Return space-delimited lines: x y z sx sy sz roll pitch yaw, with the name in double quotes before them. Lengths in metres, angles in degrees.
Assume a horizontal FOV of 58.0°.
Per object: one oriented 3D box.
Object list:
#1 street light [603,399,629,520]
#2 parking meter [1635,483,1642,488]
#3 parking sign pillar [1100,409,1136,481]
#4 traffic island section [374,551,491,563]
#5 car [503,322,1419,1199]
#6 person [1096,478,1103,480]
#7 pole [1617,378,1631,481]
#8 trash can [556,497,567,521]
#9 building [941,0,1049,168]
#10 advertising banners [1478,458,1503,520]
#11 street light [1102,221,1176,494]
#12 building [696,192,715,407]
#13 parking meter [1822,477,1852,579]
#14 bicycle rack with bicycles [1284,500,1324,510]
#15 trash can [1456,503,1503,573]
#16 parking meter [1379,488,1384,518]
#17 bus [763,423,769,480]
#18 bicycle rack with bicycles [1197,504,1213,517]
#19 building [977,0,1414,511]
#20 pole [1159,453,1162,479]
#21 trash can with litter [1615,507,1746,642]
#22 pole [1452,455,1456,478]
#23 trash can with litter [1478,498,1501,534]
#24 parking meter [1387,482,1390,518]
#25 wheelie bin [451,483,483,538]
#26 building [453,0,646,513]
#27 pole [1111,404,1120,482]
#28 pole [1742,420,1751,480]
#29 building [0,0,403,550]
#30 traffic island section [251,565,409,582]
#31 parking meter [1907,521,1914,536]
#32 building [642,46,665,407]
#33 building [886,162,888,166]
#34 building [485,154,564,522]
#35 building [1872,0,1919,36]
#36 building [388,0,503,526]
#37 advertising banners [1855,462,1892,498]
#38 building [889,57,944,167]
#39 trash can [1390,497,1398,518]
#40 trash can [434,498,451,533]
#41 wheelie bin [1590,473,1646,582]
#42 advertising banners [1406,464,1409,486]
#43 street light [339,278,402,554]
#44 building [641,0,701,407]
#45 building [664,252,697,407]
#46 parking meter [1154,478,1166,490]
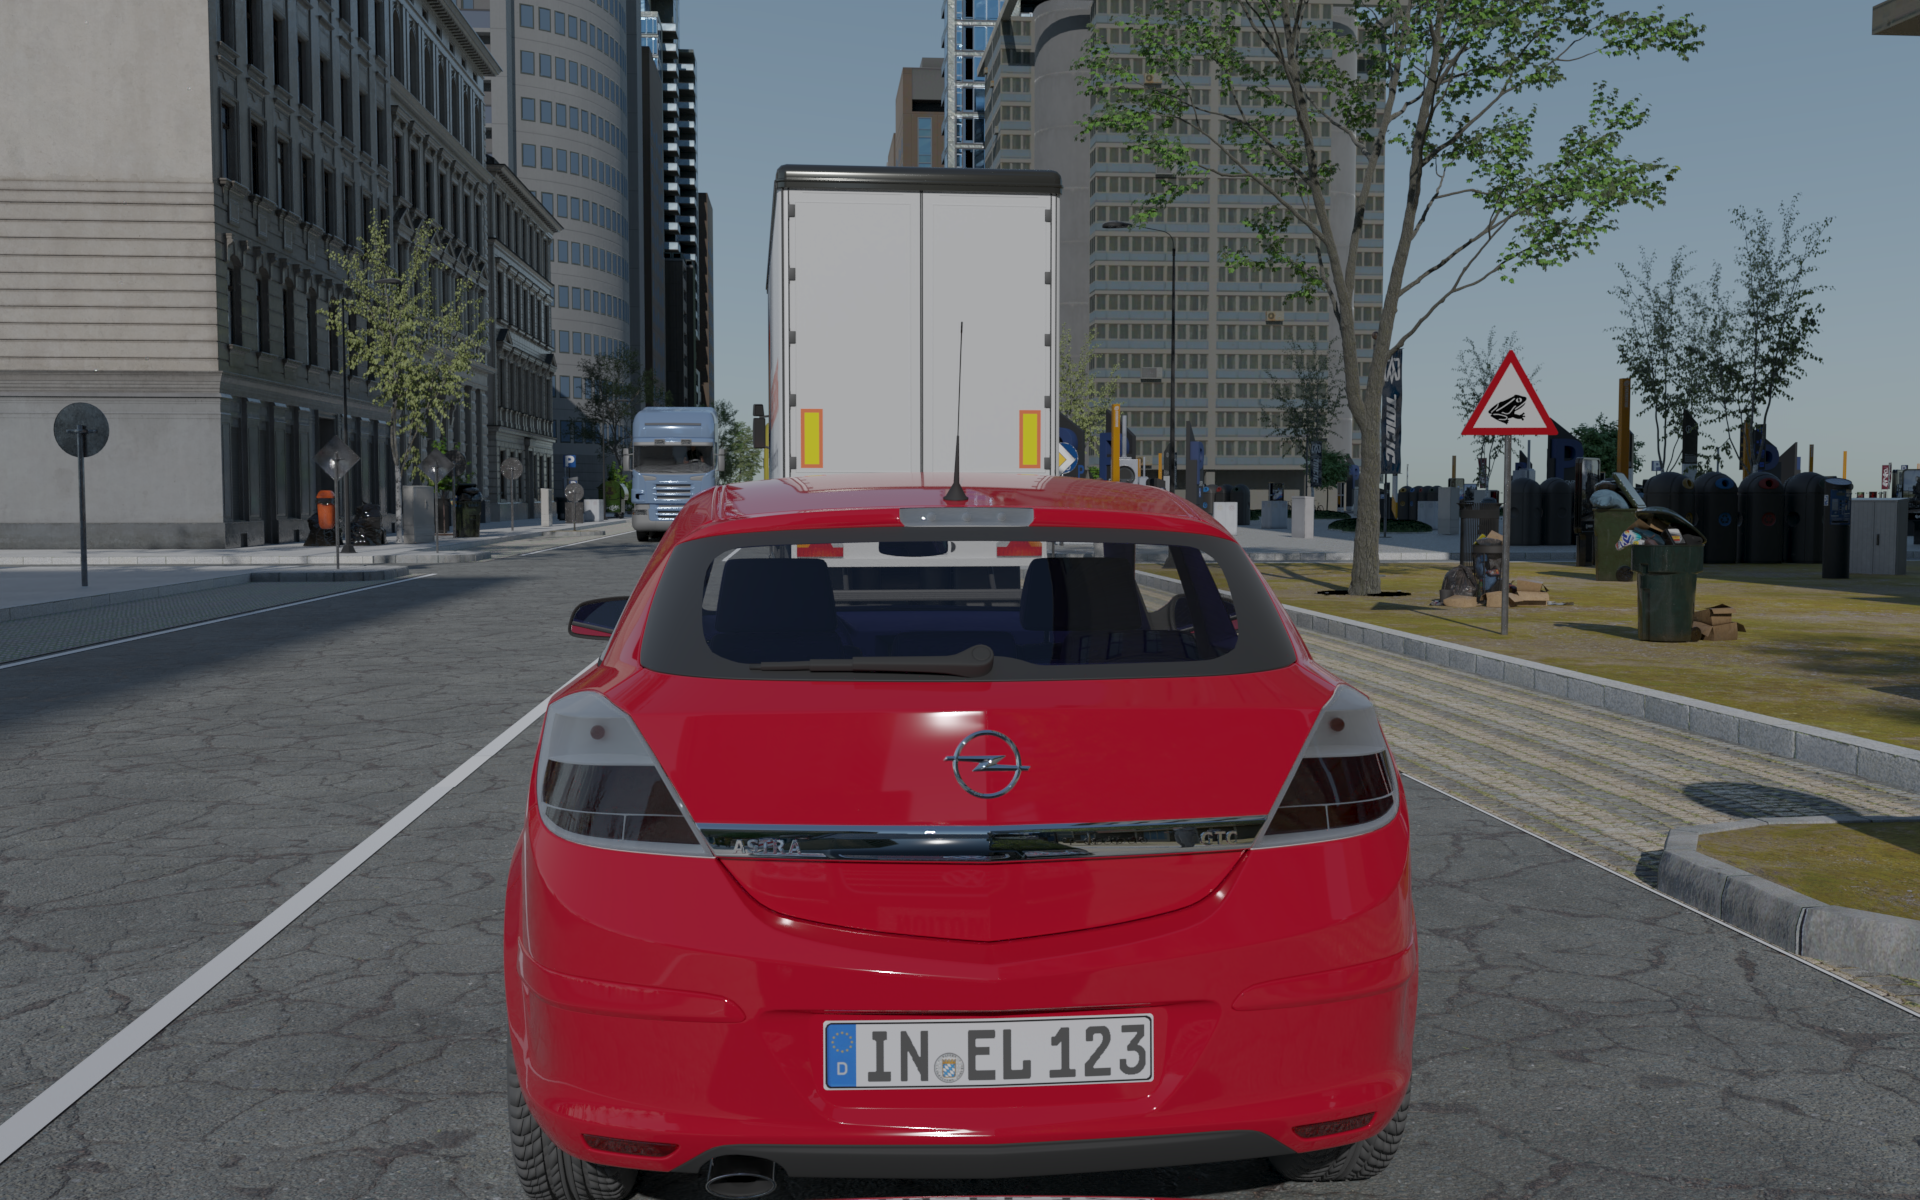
"street light" -16.933 -6.878 85.002 1.470 5.913 1.316 0 4 -5
"parking meter" 37.027 -5.427 94.440 0.399 1.863 0.255 2 4 26
"parking sign pillar" 4.965 -4.047 54.644 1.447 3.967 1.447 -3 4 -36
"traffic island section" -11.334 -0.930 37.494 2.009 0.180 2.903 0 4 -5
"car" -0.117 0.245 5.041 2.155 1.783 4.494 0 4 -4
"person" 2.818 -1.567 34.663 0.362 1.759 0.519 0 4 -4
"pole" 11.693 -2.245 30.553 0.158 3.312 0.155 0 3 0
"trash can" -19.178 -4.412 83.787 0.748 1.137 0.748 0 3 0
"building" 7.050 -51.596 156.260 22.319 86.520 31.000 0 4 -5
"advertising banners" 25.570 -5.292 82.707 0.090 3.025 2.074 -3 4 -37
"street light" 3.111 -3.494 29.669 1.470 5.913 1.316 0 4 -5
"building" -42.767 -36.660 249.507 14.600 45.320 14.200 0 4 -5
"parking meter" 13.339 -1.097 26.342 0.372 1.533 0.369 0 3 0
"bicycle rack with bicycles" 20.366 -5.610 105.111 2.852 0.926 2.925 -1 4 -18
"trash can" 8.467 -1.014 28.234 0.748 1.137 0.748 0 3 0
"parking meter" 16.346 -3.595 67.183 0.372 1.533 0.369 0 3 0
"bus" -5.023 -3.961 56.315 2.896 3.916 12.252 0 4 -6
"bicycle rack with bicycles" 7.617 -2.898 60.768 2.852 0.926 2.925 -1 4 -17
"building" 14.694 -26.845 130.795 32.217 40.220 23.993 0 4 -5
"pole" 10.019 -5.678 86.681 0.158 3.312 0.155 0 3 0
"trash can with litter" 6.352 -0.235 15.225 1.055 1.170 0.624 -2 4 -25
"pole" 26.100 -5.977 91.562 0.158 3.312 0.155 0 3 0
"trash can with litter" 16.846 -2.681 55.225 0.624 1.170 1.055 2 4 25
"parking meter" 21.204 -4.914 86.049 0.255 1.863 0.399 2 4 25
"wheelie bin" -14.572 -2.656 51.335 0.693 1.594 0.980 3 5 41
"building" -34.728 -35.620 124.379 21.231 58.520 28.212 0 4 -5
"pole" 3.531 -2.783 39.346 0.158 3.312 0.155 0 3 0
"pole" 21.548 -3.280 47.467 0.158 3.312 0.155 0 3 0
"building" -22.548 -12.170 48.123 9.793 20.994 18.267 0 4 -5
"traffic island section" -10.629 -0.444 29.540 2.009 0.180 2.903 0 4 -5
"parking meter" 29.020 -2.889 52.939 0.399 1.863 0.255 0 3 0
"building" -36.690 -31.826 170.458 14.600 45.320 14.200 0 4 -5
"building" 0.334 -37.546 233.482 23.786 49.044 30.456 0 4 -5
"building" -26.778 -13.675 88.210 10.561 19.102 19.286 0 4 -5
"building" 25.038 -25.612 8.003 28.713 52.752 27.495 0 4 -5
"building" -24.951 -14.573 67.144 11.050 23.489 19.941 0 4 -5
"advertising banners" 54.955 -6.611 104.275 0.090 3.025 2.074 -2 4 -34
"building" 0.612 -32.388 179.647 14.600 45.320 14.200 0 4 -5
"trash can" 22.254 -4.732 89.025 0.748 1.137 0.748 0 3 0
"trash can" -17.028 -2.755 56.695 0.748 1.137 0.748 0 3 0
"wheelie bin" 9.698 -1.080 25.574 0.693 1.594 0.980 2 4 32
"advertising banners" 25.733 -6.363 100.219 0.090 3.025 2.074 2 4 26
"street light" -12.713 -3.966 37.385 1.470 5.913 1.316 0 4 -5
"building" -44.120 -55.830 225.484 22.319 86.520 31.000 0 4 -5
"building" -38.583 -26.456 204.251 14.160 30.474 14.107 0 4 -5
"parking meter" 7.326 -3.532 63.458 0.399 1.863 0.255 -2 4 -26
